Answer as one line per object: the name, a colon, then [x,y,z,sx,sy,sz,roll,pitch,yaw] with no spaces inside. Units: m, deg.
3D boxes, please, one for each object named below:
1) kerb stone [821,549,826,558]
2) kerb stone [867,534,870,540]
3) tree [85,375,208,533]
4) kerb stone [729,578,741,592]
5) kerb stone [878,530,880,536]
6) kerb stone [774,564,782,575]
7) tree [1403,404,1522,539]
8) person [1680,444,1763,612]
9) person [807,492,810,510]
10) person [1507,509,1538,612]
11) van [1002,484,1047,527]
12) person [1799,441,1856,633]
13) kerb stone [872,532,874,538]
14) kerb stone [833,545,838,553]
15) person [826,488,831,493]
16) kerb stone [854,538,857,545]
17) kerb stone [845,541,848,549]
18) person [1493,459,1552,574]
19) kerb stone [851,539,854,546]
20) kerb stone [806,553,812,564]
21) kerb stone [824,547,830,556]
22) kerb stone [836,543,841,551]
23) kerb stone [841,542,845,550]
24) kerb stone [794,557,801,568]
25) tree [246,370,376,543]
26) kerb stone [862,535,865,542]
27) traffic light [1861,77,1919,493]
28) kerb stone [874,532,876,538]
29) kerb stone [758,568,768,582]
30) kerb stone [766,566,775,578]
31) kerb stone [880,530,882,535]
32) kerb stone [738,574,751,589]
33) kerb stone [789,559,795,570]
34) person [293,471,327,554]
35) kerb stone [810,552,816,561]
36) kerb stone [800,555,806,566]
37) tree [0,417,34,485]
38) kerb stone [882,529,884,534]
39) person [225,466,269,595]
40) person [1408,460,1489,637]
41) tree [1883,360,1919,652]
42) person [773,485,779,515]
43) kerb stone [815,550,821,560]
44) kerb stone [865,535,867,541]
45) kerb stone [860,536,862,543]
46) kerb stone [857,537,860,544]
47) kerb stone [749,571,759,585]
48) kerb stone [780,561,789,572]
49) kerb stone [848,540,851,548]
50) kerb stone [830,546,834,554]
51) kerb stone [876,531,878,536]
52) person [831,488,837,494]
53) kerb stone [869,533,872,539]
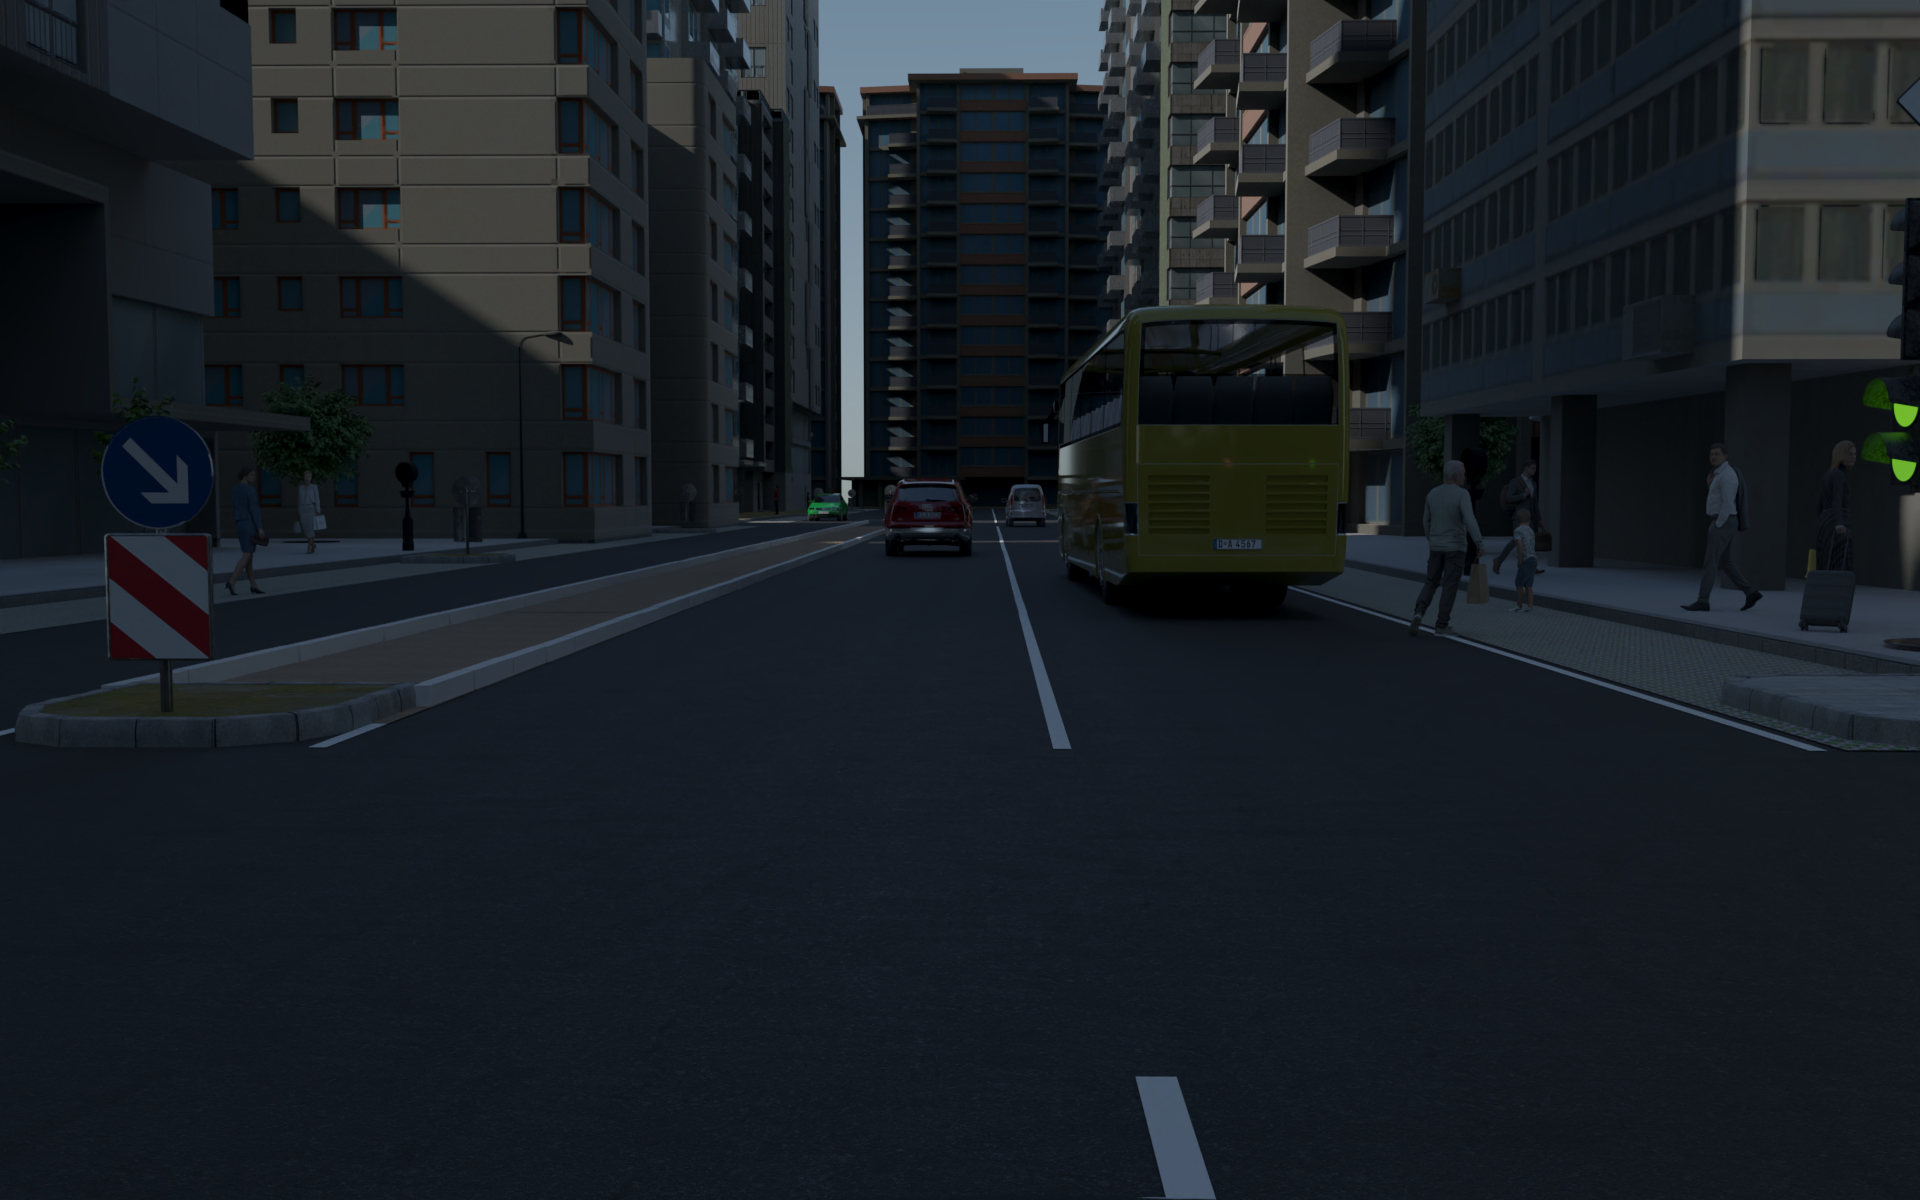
kerb stone: [-3.169,-1.013,38.770,0.120,0.150,1.000,0,4,1]
kerb stone: [-2.940,-1.889,53.129,0.120,0.150,1.000,0,4,1]
tree: [-13.416,-2.061,28.295,1.663,3.219,1.824,0,3,0]
kerb stone: [-3.385,-0.192,25.434,0.120,0.150,1.000,0,4,1]
kerb stone: [-2.861,-2.207,58.276,0.120,0.150,1.000,0,4,1]
kerb stone: [-3.305,-0.511,30.558,0.120,0.150,1.000,0,4,1]
tree: [14.279,-4.008,49.244,4.285,4.588,4.351,0,3,0]
person: [8.356,-0.785,18.973,0.850,1.850,0.679,1,4,15]
person: [-12.068,-7.868,137.946,0.557,1.426,1.065,-1,4,-18]
person: [6.774,-0.468,20.841,0.332,1.250,0.352,0,4,-1]
van: [2.899,-4.288,77.112,2.013,2.044,4.112,0,4,-1]
person: [8.367,-0.637,16.679,0.699,1.804,1.509,3,5,40]
kerb stone: [-2.901,-2.018,55.195,0.120,0.150,1.000,0,4,1]
kerb stone: [-3.120,-1.202,41.851,0.120,0.150,1.000,0,4,1]
person: [-10.957,-8.473,145.027,0.683,1.767,0.568,3,5,41]
kerb stone: [-3.022,-1.579,48.015,0.120,0.150,1.000,0,4,1]
kerb stone: [-3.069,-1.391,44.933,0.120,0.150,1.000,0,4,1]
person: [8.946,-1.317,27.545,0.622,1.834,0.822,-3,5,-42]
kerb stone: [-3.033,-1.516,46.981,0.120,0.150,1.000,0,4,1]
kerb stone: [-3.223,-0.823,35.691,0.120,0.150,1.000,0,4,1]
kerb stone: [-3.146,-1.076,39.792,0.120,0.150,1.000,0,4,1]
kerb stone: [-3.107,-1.265,42.873,0.120,0.150,1.000,0,4,1]
kerb stone: [-3.088,-1.327,43.895,0.120,0.150,1.000,0,4,1]
kerb stone: [-3.254,-0.694,33.642,0.120,0.150,1.000,0,4,1]
tree: [-17.203,-3.800,45.847,4.285,4.588,4.351,0,3,0]
kerb stone: [-2.971,-1.767,51.081,0.120,0.150,1.000,0,4,1]
traffic light: [6.122,-1.337,10.783,0.839,4.253,0.868,0,4,1]
kerb stone: [-2.888,-2.081,56.226,0.120,0.150,1.000,0,4,1]
kerb stone: [-3.328,-0.385,28.510,0.120,0.150,1.000,0,4,1]
kerb stone: [-3.324,-0.449,29.535,0.120,0.150,1.000,0,4,1]
kerb stone: [-2.838,-2.266,59.299,0.120,0.150,1.000,0,4,1]
kerb stone: [-3.362,-0.261,26.463,0.120,0.150,1.000,0,4,1]
kerb stone: [-3.273,-0.633,32.620,0.120,0.150,1.000,0,4,1]
person: [-13.957,-1.886,37.240,0.694,1.780,0.624,1,4,21]
kerb stone: [-3.207,-0.888,36.713,0.120,0.150,1.000,0,4,1]
kerb stone: [-3.240,-0.763,34.669,0.120,0.150,1.000,0,4,1]
tree: [-12.999,-1.711,22.578,1.663,3.219,1.824,0,3,0]
kerb stone: [-2.818,-2.333,60.335,0.120,0.150,1.000,0,4,1]
person: [-10.135,-0.978,24.507,0.654,1.822,0.581,-3,5,-44]
person: [4.914,-0.508,17.285,0.515,1.767,0.782,-3,4,-37]
tree: [8.125,-1.196,14.150,1.663,3.219,1.824,0,3,0]
person: [-11.431,-6.214,107.584,0.705,1.831,1.348,-1,4,-12]
kerb stone: [-3.185,-0.951,37.748,0.120,0.150,1.000,0,4,1]
kerb stone: [-2.961,-1.823,52.104,0.120,0.150,1.000,0,4,1]
kerb stone: [-2.996,-1.703,50.059,0.120,0.150,1.000,0,4,1]
kerb stone: [-3.009,-1.642,49.037,0.120,0.150,1.000,0,4,1]
kerb stone: [-3.350,-0.324,27.485,0.120,0.150,1.000,0,4,1]
kerb stone: [-3.288,-0.571,31.581,0.120,0.150,1.000,0,4,1]
kerb stone: [-3.053,-1.451,45.957,0.120,0.150,1.000,0,4,1]
kerb stone: [-3.137,-1.140,40.827,0.120,0.150,1.000,0,4,1]
kerb stone: [-2.873,-2.139,57.250,0.120,0.150,1.000,0,4,1]
person: [-11.299,-9.056,154.039,1.348,1.831,0.705,0,4,-2]
kerb stone: [-2.922,-1.956,54.170,0.120,0.150,1.000,0,4,1]
